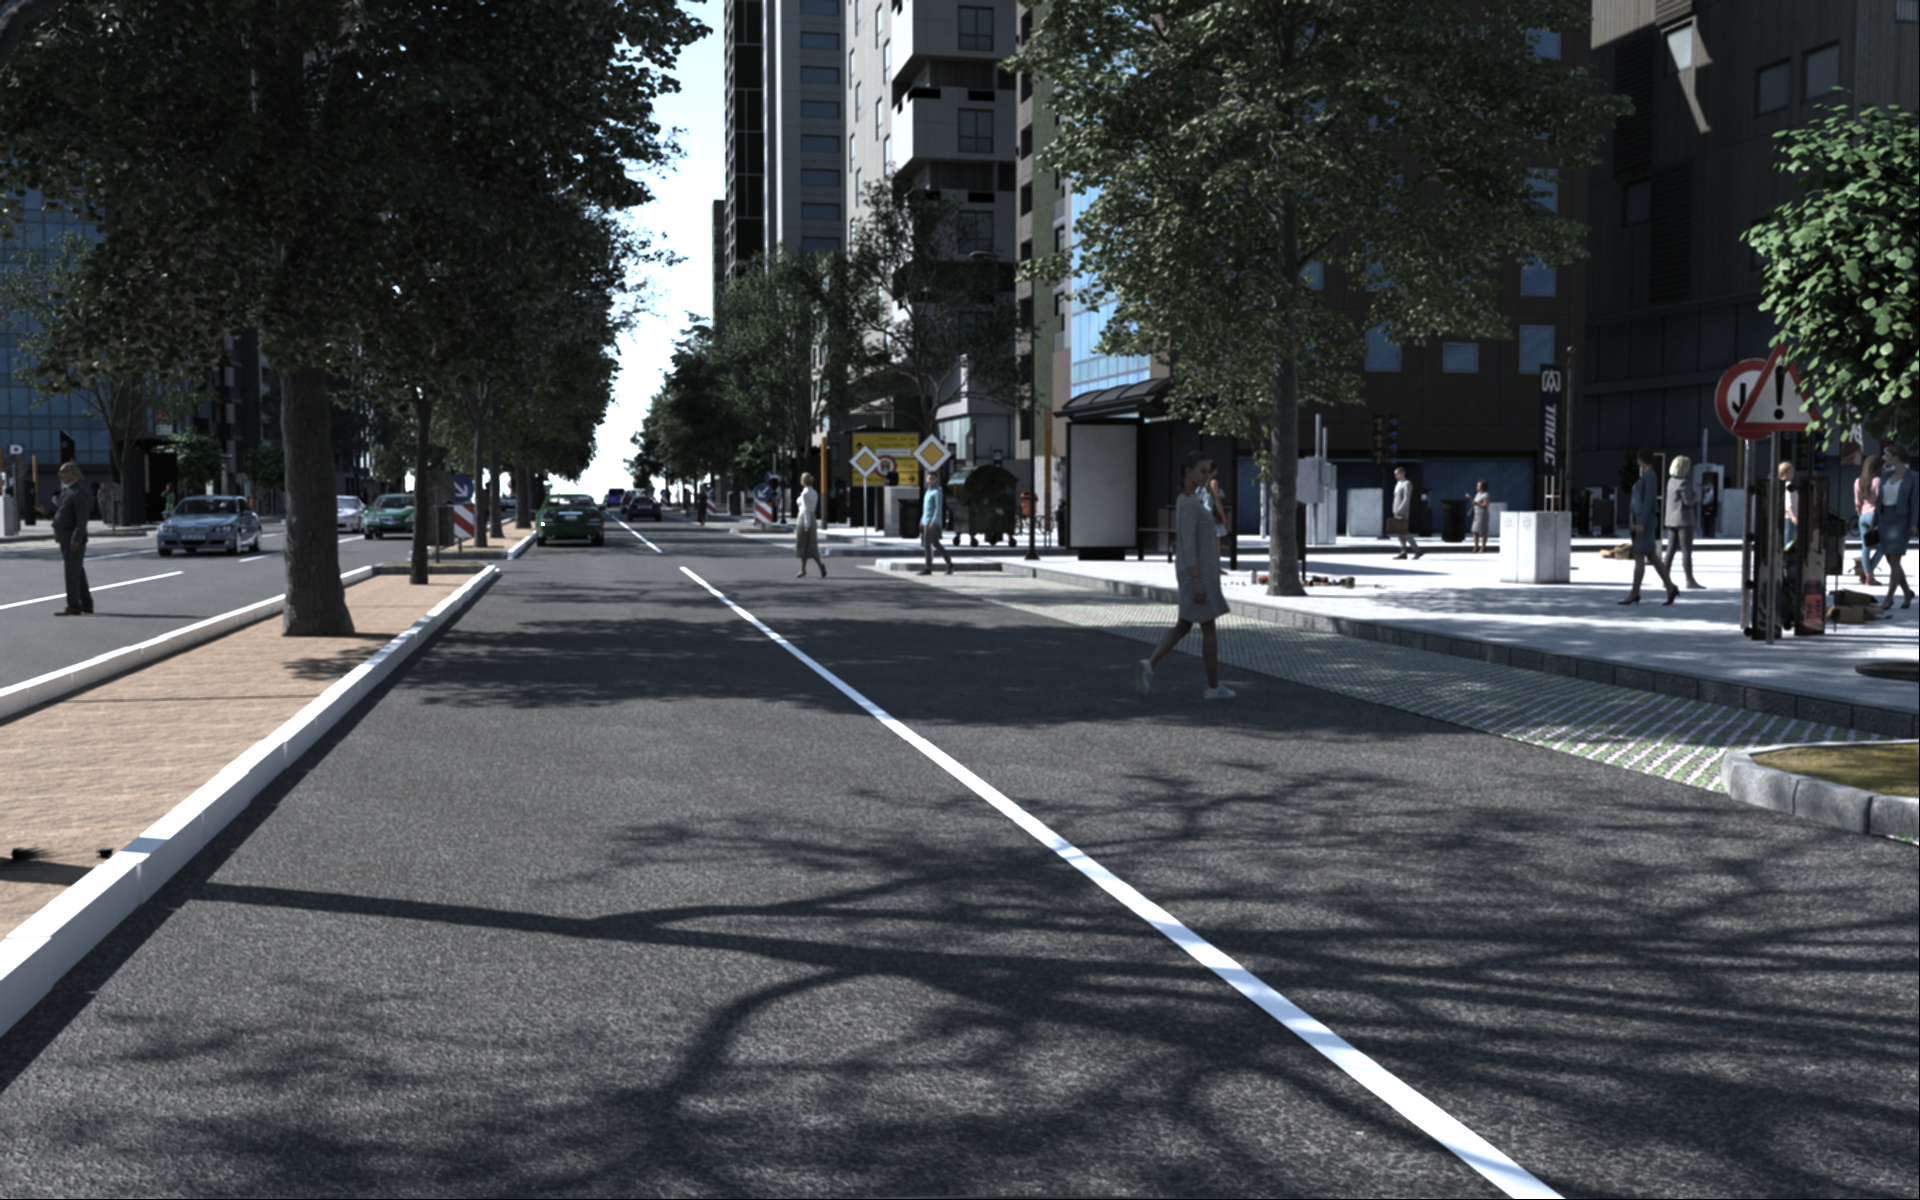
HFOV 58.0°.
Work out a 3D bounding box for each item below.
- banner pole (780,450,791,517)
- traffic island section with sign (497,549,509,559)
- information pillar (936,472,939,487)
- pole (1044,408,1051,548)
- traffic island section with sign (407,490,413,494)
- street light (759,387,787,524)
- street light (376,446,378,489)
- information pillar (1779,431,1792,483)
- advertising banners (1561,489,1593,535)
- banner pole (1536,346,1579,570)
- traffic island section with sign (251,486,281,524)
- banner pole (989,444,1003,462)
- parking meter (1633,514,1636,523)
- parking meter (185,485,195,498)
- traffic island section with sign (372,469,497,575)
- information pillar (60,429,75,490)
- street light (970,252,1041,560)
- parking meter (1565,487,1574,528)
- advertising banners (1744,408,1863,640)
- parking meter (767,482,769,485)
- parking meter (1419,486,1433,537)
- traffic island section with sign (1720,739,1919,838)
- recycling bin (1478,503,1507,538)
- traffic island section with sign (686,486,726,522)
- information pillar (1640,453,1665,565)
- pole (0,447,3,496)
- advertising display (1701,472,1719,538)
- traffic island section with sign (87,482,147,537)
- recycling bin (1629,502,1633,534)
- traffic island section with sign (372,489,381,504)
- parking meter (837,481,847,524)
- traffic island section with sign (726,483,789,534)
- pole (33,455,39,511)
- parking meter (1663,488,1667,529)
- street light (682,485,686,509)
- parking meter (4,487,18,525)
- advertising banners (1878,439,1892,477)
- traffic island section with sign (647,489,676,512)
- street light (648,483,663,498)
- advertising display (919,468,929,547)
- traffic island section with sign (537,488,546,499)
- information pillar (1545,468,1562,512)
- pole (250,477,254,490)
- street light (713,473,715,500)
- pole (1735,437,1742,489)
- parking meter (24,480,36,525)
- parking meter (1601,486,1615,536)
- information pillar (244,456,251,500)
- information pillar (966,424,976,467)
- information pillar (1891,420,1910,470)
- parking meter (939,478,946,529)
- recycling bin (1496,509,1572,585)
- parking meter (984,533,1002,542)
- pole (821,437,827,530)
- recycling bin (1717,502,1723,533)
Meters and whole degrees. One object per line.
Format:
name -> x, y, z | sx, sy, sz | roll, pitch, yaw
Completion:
banner pole -> -9.748, -6.556, 97.205 | 0.401, 3.779, 0.863 | 2, 4, 31
traffic island section with sign -> -11.160, -1.876, 38.805 | 2.006, 1.907, 1.989 | -1, 4, -12
information pillar -> -0.855, -3.271, 57.970 | 0.304, 2.012, 0.304 | 0, 4, 3
pole -> 2.088, -2.892, 41.123 | 0.158, 3.312, 0.155 | 0, 3, 0
traffic island section with sign -> -50.811, -9.287, 160.465 | 1.989, 1.847, 2.006 | -1, 4, -12
street light -> -8.168, -6.242, 74.604 | 1.470, 5.913, 1.316 | -1, 4, -12
street light -> -50.172, -10.902, 150.792 | 1.470, 5.913, 1.316 | -1, 4, -12
information pillar -> 25.334, -3.789, 53.303 | 0.504, 3.616, 0.183 | 0, 4, 4
advertising banners -> 19.175, -3.575, 54.644 | 0.090, 3.025, 2.074 | -2, 4, -23
banner pole -> 10.134, -2.407, 29.369 | 0.863, 3.779, 0.401 | -1, 4, -19
traffic island section with sign -> -34.219, -4.634, 84.397 | 1.989, 1.847, 2.006 | -1, 4, -12
banner pole -> 1.726, -5.894, 86.389 | 0.863, 3.779, 0.401 | 0, 4, -7
parking meter -> 21.092, -2.774, 53.764 | 0.372, 1.533, 0.369 | 0, 3, 0
parking meter -> -36.695, -4.701, 82.578 | 0.399, 1.863, 0.255 | -3, 5, -41
traffic island section with sign -> -9.590, -1.433, 31.565 | 2.006, 1.907, 1.989 | -1, 4, -12
information pillar -> -32.057, -4.337, 62.256 | 0.504, 3.616, 0.183 | 0, 4, -7
street light -> 0.875, -3.726, 33.468 | 1.470, 5.913, 1.316 | -1, 4, -12
parking meter -> 23.054, -3.496, 65.577 | 0.372, 1.533, 0.369 | 0, 3, 0
advertising banners -> 7.712, -1.191, 15.665 | 2.074, 3.025, 0.090 | -3, 4, -37
parking meter -> -9.281, -4.872, 85.373 | 0.399, 1.863, 0.255 | 0, 4, -7
parking meter -> 13.831, -2.631, 51.428 | 0.372, 1.533, 0.369 | 0, 3, 0
traffic island section with sign -> 4.690, 0.045, 7.897 | 1.989, 1.847, 2.006 | -1, 4, -12
recycling bin -> 15.802, -2.374, 51.376 | 0.722, 1.027, 0.722 | 2, 4, 27
traffic island section with sign -> -13.153, -4.961, 89.742 | 1.989, 1.847, 2.006 | -1, 4, -12
information pillar -> 12.464, -1.635, 31.224 | 0.304, 2.012, 0.304 | 0, 4, -7
pole -> -41.680, -4.983, 75.315 | 0.158, 3.312, 0.155 | 0, 3, 0
advertising display -> 21.979, -2.787, 50.787 | 0.123, 1.923, 0.974 | 0, 4, 4
traffic island section with sign -> -28.465, -3.023, 58.061 | 1.989, 1.847, 2.006 | -1, 4, -12
recycling bin -> 21.913, -2.626, 55.485 | 0.722, 1.027, 0.722 | 3, 4, 36
traffic island section with sign -> -44.869, -7.620, 133.211 | 1.989, 1.847, 2.006 | -1, 4, -12
parking meter -> -5.131, -4.250, 75.206 | 0.399, 1.863, 0.255 | 1, 4, 14
traffic island section with sign -> -7.348, -3.332, 63.105 | 1.989, 1.847, 2.006 | -1, 4, -12
pole -> -47.983, -5.876, 89.914 | 0.158, 3.312, 0.155 | 0, 3, 0
parking meter -> 25.720, -3.374, 63.568 | 0.372, 1.533, 0.369 | 0, 3, 0
street light -> -24.498, -10.864, 150.162 | 1.470, 5.913, 1.316 | -1, 4, -12
parking meter -> -31.840, -3.041, 58.132 | 0.372, 1.533, 0.369 | 0, 3, 0
advertising banners -> 29.829, -3.551, 54.245 | 0.090, 3.025, 2.074 | -3, 5, -44
traffic island section with sign -> -23.860, -7.961, 138.792 | 1.989, 1.847, 2.006 | -1, 4, -12
street light -> -33.151, -13.271, 189.517 | 1.470, 5.913, 1.316 | -1, 4, -12
advertising display -> -0.841, -2.295, 42.734 | 0.123, 1.923, 0.974 | 1, 4, 10
traffic island section with sign -> -27.187, -6.366, 112.221 | 2.006, 1.907, 1.989 | -1, 4, -12
information pillar -> 16.769, -2.721, 48.985 | 0.304, 2.012, 0.304 | -2, 4, -23
pole -> -43.815, -6.932, 107.188 | 0.158, 3.312, 0.155 | 0, 3, 0
street light -> -16.775, -8.666, 114.229 | 1.470, 5.913, 1.316 | -1, 4, -12
pole -> 26.237, -3.948, 58.401 | 0.158, 3.312, 0.155 | 0, 3, 0
parking meter -> -38.038, -3.983, 70.831 | 0.255, 1.863, 0.399 | 0, 4, 7
parking meter -> 19.842, -2.728, 53.016 | 0.372, 1.533, 0.369 | 0, 3, 0
information pillar -> -43.480, -6.991, 105.650 | 0.183, 3.616, 0.504 | 1, 4, 13
information pillar -> 0.363, -4.066, 57.836 | 0.183, 3.616, 0.504 | -2, 4, -35
information pillar -> 26.210, -3.485, 48.334 | 0.504, 3.616, 0.183 | 0, 4, -4
parking meter -> -0.728, -3.569, 64.065 | 0.399, 1.863, 0.255 | 3, 5, 39
recycling bin -> 8.296, -0.760, 24.975 | 0.722, 1.027, 0.722 | -2, 4, -30
parking meter -> 0.834, -2.301, 46.030 | 0.372, 1.533, 0.369 | 0, 3, 0
pole -> -4.864, -4.168, 61.983 | 0.158, 3.312, 0.155 | 0, 3, 0
recycling bin -> 25.392, -2.720, 57.029 | 0.722, 1.027, 0.722 | 1, 4, 14
